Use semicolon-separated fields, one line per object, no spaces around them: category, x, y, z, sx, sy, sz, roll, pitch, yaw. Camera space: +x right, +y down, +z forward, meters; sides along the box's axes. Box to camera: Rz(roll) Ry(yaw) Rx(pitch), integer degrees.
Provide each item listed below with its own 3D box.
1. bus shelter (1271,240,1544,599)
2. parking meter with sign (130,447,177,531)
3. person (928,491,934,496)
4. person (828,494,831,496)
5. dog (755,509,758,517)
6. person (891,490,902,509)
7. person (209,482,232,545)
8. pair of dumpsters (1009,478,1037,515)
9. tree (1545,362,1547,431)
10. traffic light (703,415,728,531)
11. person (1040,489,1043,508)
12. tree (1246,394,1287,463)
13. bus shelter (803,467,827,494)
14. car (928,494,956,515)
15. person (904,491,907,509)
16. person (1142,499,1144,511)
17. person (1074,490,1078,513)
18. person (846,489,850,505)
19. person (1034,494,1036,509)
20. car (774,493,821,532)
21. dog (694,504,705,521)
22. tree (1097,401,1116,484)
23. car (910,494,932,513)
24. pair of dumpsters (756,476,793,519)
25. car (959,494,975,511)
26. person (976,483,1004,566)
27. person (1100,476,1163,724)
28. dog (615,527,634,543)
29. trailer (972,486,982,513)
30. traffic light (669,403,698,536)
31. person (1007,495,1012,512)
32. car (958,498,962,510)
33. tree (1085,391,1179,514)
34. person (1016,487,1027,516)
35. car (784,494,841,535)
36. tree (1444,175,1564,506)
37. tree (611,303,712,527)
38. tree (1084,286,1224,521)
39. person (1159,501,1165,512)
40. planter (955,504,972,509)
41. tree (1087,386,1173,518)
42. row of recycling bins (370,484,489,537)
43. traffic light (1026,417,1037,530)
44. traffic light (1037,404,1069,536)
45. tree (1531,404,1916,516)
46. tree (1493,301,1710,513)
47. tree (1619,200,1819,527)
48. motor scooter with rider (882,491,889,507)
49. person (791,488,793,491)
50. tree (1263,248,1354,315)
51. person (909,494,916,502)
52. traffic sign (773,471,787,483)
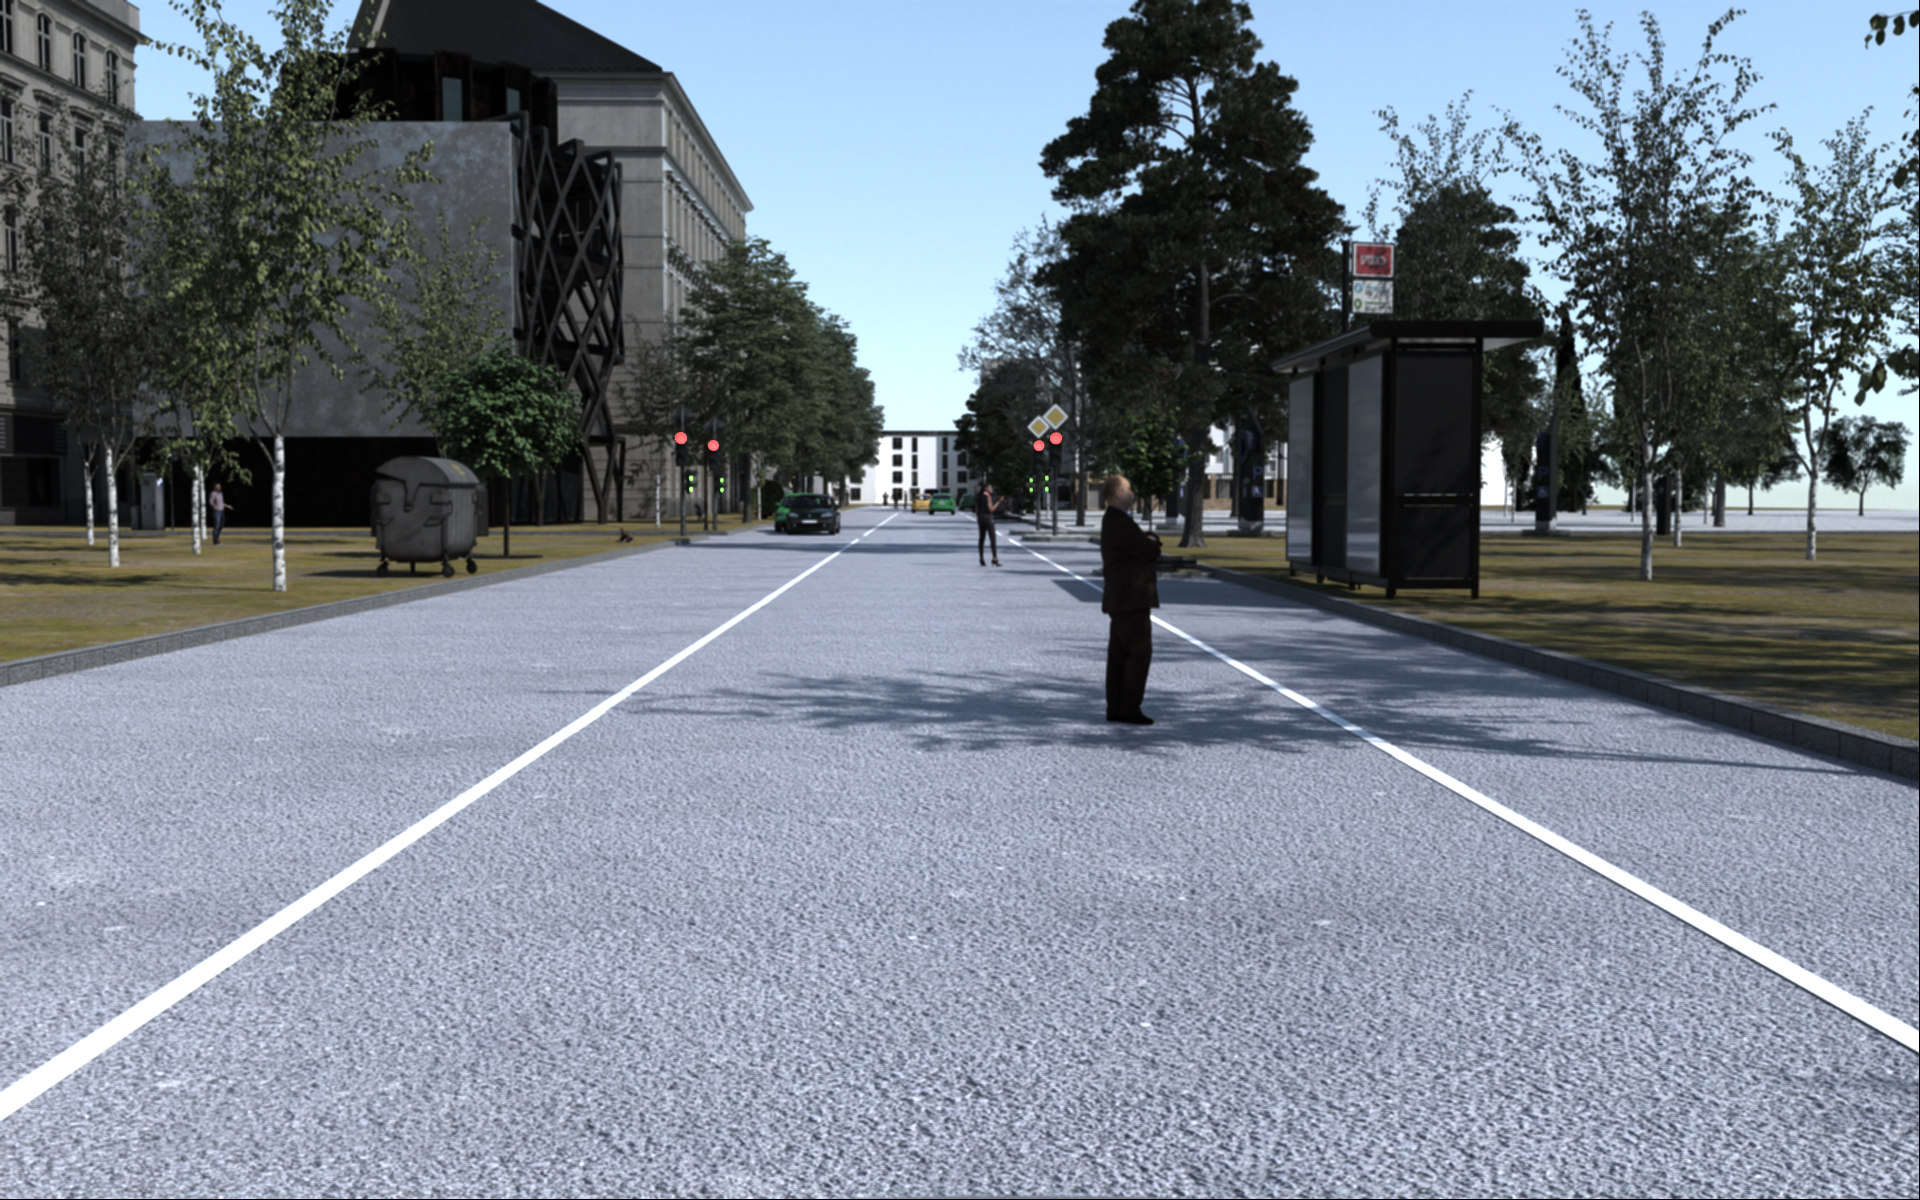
bus shelter;5.919;-2.909;25.197;2.179;5.291;8.768;0;4;-1
parking meter with sign;-28.503;-3.968;61.135;1.738;3.016;0.543;1;4;17
person;-2.709;-9.154;158.978;0.742;1.727;0.445;0;4;4
person;-15.916;-12.225;205.554;1.348;1.869;0.705;-1;4;-23
dog;-11.148;-5.026;96.553;0.513;0.831;0.800;1;4;11
person;-6.265;-9.862;169.774;1.348;1.821;0.705;-2;4;-35
person;-18.755;-2.189;43.798;0.435;1.587;0.963;0;4;-2
pair of dumpsters;3.996;-6.575;109.998;1.574;2.255;4.436;0;4;-1
tree;30.410;-8.403;87.748;4.737;8.622;4.395;0;3;0
traffic light;-8.610;-4.383;60.907;0.839;4.213;0.868;0;4;-1
person;7.246;-9.076;154.425;0.705;1.826;1.348;0;4;-2
tree;21.294;-10.792;110.862;7.601;10.594;8.767;1;4;14
bus shelter;-10.704;-8.217;128.268;2.014;3.302;5.546;0;4;-1
car;-1.234;-6.819;120.285;1.959;1.807;4.718;0;4;1
person;-5.137;-9.615;166.511;0.445;1.727;0.742;-2;4;-33
person;12.969;-7.066;124.108;0.480;1.512;0.613;1;4;21
person;8.153;-6.851;120.325;0.482;1.546;0.388;-1;4;-12
person;-13.059;-11.871;200.141;0.705;1.823;1.348;-2;4;-33
person;6.444;-8.789;150.562;0.721;1.723;1.217;1;4;10
car;-6.068;-3.532;66.543;1.959;1.807;4.718;0;4;1
dog;-12.282;-4.147;82.189;0.513;0.831;0.800;-1;4;-22
tree;6.955;-8.982;97.217;4.360;8.622;3.978;0;3;0
car;-2.794;-7.437;131.820;2.015;1.641;3.980;0;3;0
pair of dumpsters;-9.711;-5.332;89.671;1.574;2.255;4.436;0;4;-1
car;0.895;-8.588;149.216;1.959;1.807;4.718;0;4;-2
person;0.602;-1.504;34.561;0.593;1.643;0.415;1;4;10
person;1.079;-0.010;10.934;0.388;1.546;0.482;0;4;1
dog;-8.949;-1.736;46.118;0.550;0.427;0.748;0;4;-3
trailer;1.611;-7.565;130.744;1.471;1.999;3.904;0;4;-2
traffic light;-8.457;-3.895;52.923;0.839;4.213;0.868;0;4;-1
person;3.446;-7.097;122.888;0.445;1.727;0.742;0;4;-2
car;0.792;-8.913;158.306;1.945;1.354;3.894;0;4;-1
tree;11.468;-11.365;111.568;9.928;11.665;9.643;0;3;0
person;3.680;-5.875;102.916;0.431;1.722;0.655;-3;5;-43
car;-5.231;-3.191;61.959;2.009;1.686;4.222;0;4;-1
tree;19.700;-9.827;68.098;7.806;13.903;7.818;0;3;0
tree;-11.798;-7.165;67.514;4.360;8.622;3.978;0;3;0
tree;9.066;-9.826;82.704;6.751;12.117;7.091;0;3;0
person;14.072;-6.909;120.966;0.963;1.587;0.435;1;4;11
planter;0.307;-10.367;190.632;1.991;0.319;1.994;0;4;-1
tree;7.568;-7.701;76.280;4.737;8.622;4.395;0;3;0
row of recycling bins;-16.001;-2.762;52.266;3.534;1.692;1.069;0;4;-2
traffic light;2.749;-4.397;61.140;0.839;4.213;0.868;0;4;-1
traffic light;2.902;-3.909;53.156;0.839;4.213;0.868;0;4;-1
tree;46.045;-8.668;104.630;20.602;7.101;11.467;0;4;-6
tree;44.666;-13.658;125.126;13.155;14.587;18.604;-2;4;-26
tree;29.627;-9.160;67.888;7.486;12.596;7.792;0;3;0
motor scooter with rider;-8.419;-11.360;194.706;0.876;1.779;1.986;0;4;-3
person;-14.252;-8.658;147.475;0.599;1.838;0.709;1;4;20
tree;25.628;-16.351;123.226;12.611;20.169;13.585;0;3;0
person;-3.811;-8.315;147.714;1.065;1.426;0.557;0;4;4
traffic sign;-9.854;-5.792;94.811;0.768;2.556;0.104;0;4;1
